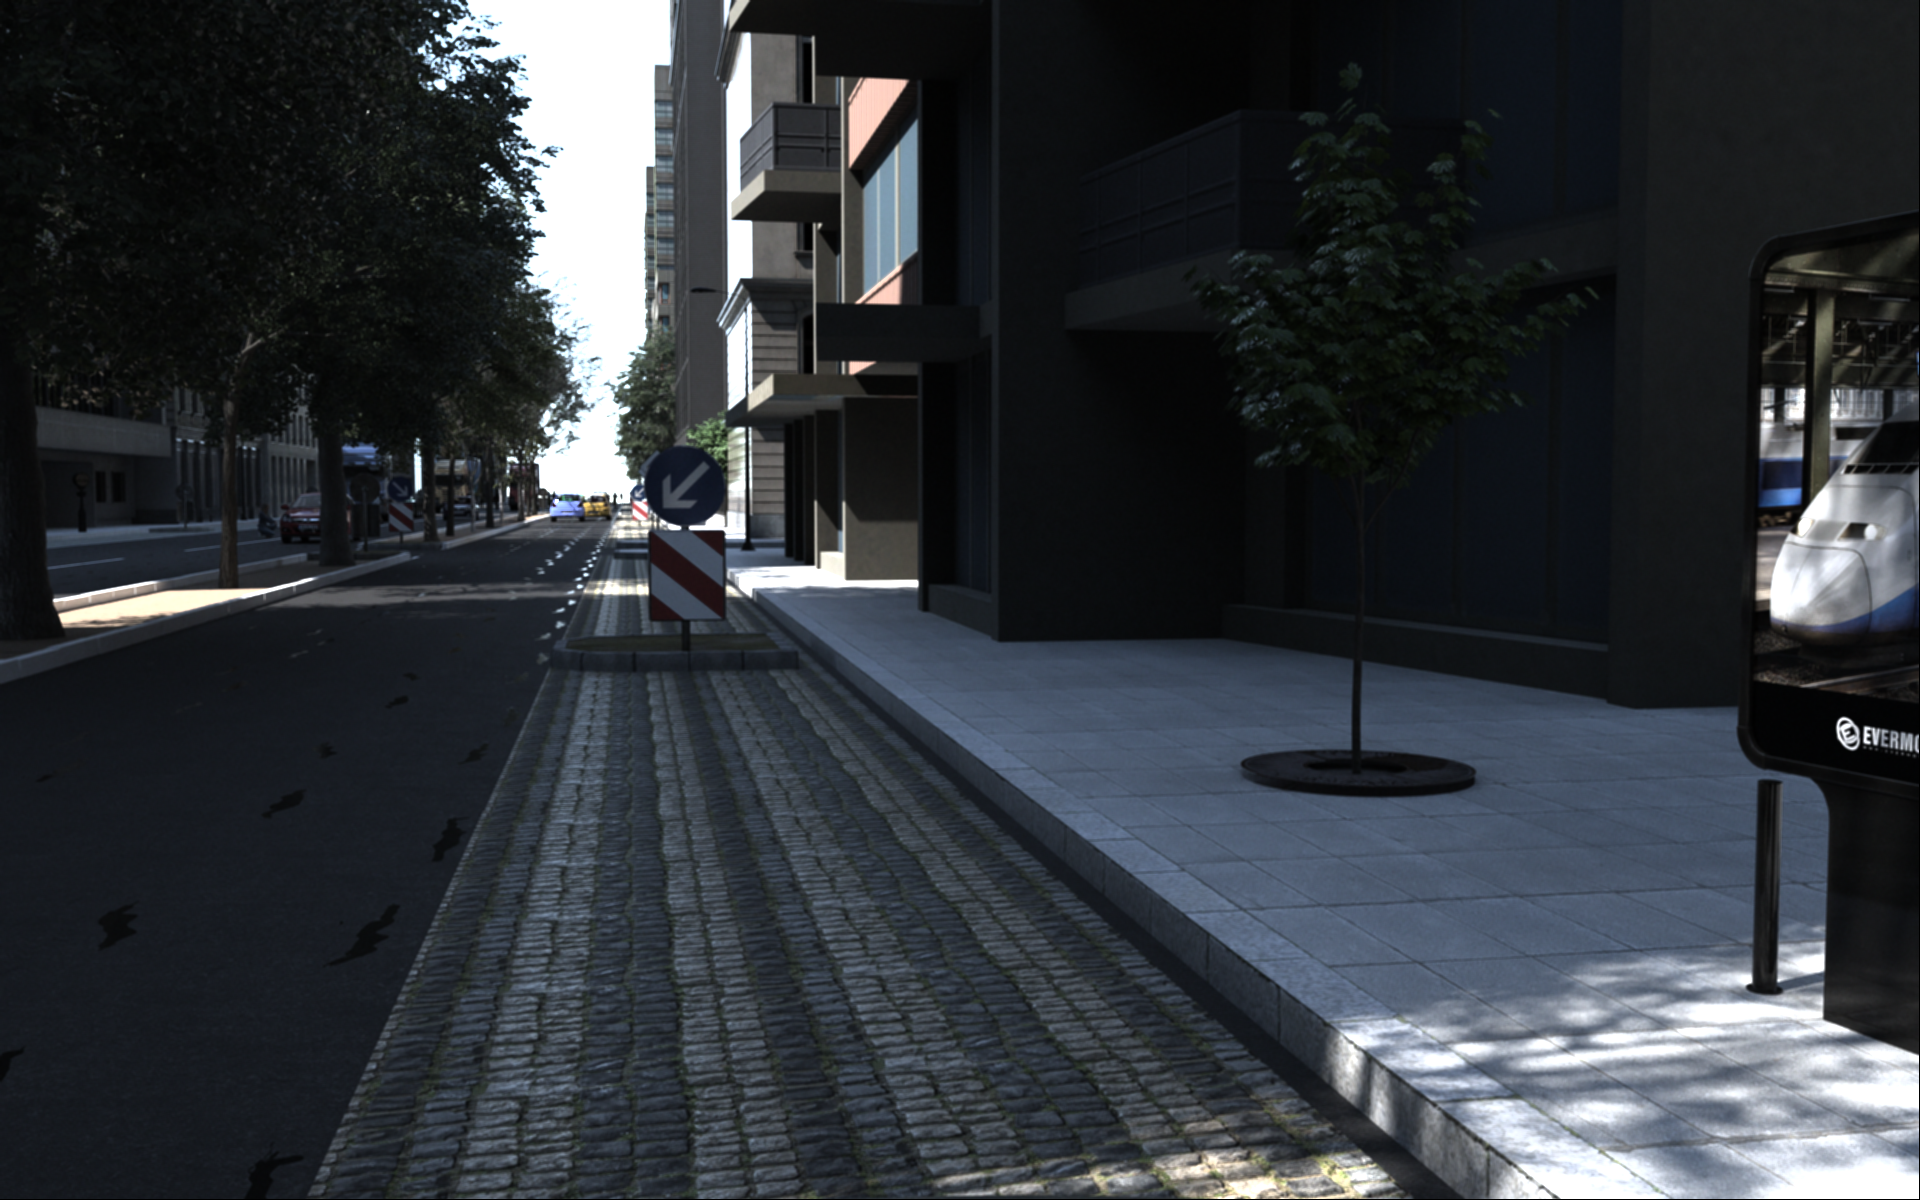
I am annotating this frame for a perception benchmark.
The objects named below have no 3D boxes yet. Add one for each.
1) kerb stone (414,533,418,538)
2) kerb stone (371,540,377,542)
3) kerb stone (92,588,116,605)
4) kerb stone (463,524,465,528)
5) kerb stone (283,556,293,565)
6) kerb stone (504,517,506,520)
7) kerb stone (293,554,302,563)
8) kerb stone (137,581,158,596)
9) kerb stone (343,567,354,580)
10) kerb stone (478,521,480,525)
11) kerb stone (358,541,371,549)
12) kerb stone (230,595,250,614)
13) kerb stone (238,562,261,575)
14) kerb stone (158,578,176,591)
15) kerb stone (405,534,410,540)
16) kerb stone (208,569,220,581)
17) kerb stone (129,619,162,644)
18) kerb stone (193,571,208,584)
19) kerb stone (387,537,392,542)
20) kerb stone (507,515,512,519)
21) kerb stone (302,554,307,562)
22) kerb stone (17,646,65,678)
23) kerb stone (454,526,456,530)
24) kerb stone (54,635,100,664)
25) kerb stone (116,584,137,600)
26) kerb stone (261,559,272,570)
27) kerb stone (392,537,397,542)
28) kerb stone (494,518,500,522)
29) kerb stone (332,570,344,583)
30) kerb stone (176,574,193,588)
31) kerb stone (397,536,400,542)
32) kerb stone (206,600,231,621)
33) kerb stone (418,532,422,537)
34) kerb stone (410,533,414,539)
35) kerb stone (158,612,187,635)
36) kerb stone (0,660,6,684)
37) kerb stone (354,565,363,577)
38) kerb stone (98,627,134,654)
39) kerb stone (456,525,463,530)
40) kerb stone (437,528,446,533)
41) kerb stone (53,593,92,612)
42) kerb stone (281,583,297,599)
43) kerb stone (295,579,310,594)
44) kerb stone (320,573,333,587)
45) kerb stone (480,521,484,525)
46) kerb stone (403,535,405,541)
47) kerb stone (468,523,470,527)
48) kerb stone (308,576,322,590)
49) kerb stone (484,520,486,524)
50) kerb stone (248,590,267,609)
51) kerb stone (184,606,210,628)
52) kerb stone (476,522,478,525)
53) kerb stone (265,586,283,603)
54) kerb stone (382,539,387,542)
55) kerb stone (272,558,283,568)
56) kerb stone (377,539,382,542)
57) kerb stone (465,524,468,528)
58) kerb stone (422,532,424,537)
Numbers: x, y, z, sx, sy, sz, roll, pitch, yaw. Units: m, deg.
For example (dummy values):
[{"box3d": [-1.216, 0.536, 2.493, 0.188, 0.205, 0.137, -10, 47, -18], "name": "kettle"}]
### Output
[{"box3d": [-17.534, -2.026, 55.367, 0.120, 0.150, 1.000, -1, 4, -11], "name": "kerb stone"}, {"box3d": [-15.801, -1.465, 46.298, 0.120, 0.150, 1.000, -1, 4, -11], "name": "kerb stone"}, {"box3d": [-11.261, -0.025, 22.606, 0.120, 0.150, 1.000, -1, 4, -11], "name": "kerb stone"}, {"box3d": [-20.630, -3.013, 71.480, 0.120, 0.150, 1.000, -1, 4, -11], "name": "kerb stone"}, {"box3d": [-13.580, -0.761, 34.694, 0.120, 0.150, 1.000, -1, 4, -11], "name": "kerb stone"}, {"box3d": [-25.065, -4.431, 94.643, 0.120, 0.150, 1.000, -1, 4, -11], "name": "kerb stone"}, {"box3d": [-13.776, -0.826, 35.702, 0.120, 0.150, 1.000, -1, 4, -11], "name": "kerb stone"}, {"box3d": [-11.643, -0.148, 24.621, 0.120, 0.150, 1.000, -1, 4, -11], "name": "kerb stone"}, {"box3d": [-10.354, -0.419, 29.054, 0.120, 0.150, 1.000, -1, 4, -11], "name": "kerb stone"}, {"box3d": [-21.984, -3.441, 78.524, 0.120, 0.150, 1.000, -1, 4, -11], "name": "kerb stone"}, {"box3d": [-15.612, -1.412, 45.290, 0.120, 0.150, 1.000, -1, 4, -11], "name": "kerb stone"}, {"box3d": [-8.808, 0.073, 21.004, 0.120, 0.150, 1.000, -1, 4, -11], "name": "kerb stone"}, {"box3d": [-12.998, -0.579, 31.663, 0.120, 0.150, 1.000, -1, 4, -11], "name": "kerb stone"}, {"box3d": [-11.838, -0.209, 25.634, 0.120, 0.150, 1.000, -1, 4, -11], "name": "kerb stone"}, {"box3d": [-17.152, -1.905, 53.353, 0.120, 0.150, 1.000, -1, 4, -11], "name": "kerb stone"}, {"box3d": [-12.411, -0.395, 28.647, 0.120, 0.150, 1.000, -1, 4, -11], "name": "kerb stone"}, {"box3d": [-8.037, 0.325, 16.965, 0.120, 0.150, 1.000, -1, 4, -11], "name": "kerb stone"}, {"box3d": [-12.223, -0.333, 27.642, 0.120, 0.150, 1.000, -1, 4, -11], "name": "kerb stone"}, {"box3d": [-16.378, -1.656, 49.320, 0.120, 0.150, 1.000, -1, 4, -11], "name": "kerb stone"}, {"box3d": [-26.033, -4.739, 99.671, 0.120, 0.150, 1.000, -1, 4, -11], "name": "kerb stone"}, {"box3d": [-13.961, -0.888, 36.711, 0.120, 0.150, 1.000, -1, 4, -11], "name": "kerb stone"}, {"box3d": [-7.460, 0.511, 13.952, 0.120, 0.150, 1.000, -1, 4, -11], "name": "kerb stone"}, {"box3d": [-19.855, -2.768, 67.459, 0.120, 0.150, 1.000, -1, 4, -11], "name": "kerb stone"}, {"box3d": [-7.662, 0.443, 14.954, 0.120, 0.150, 1.000, -1, 4, -11], "name": "kerb stone"}, {"box3d": [-11.454, -0.086, 23.610, 0.120, 0.150, 1.000, -1, 4, -11], "name": "kerb stone"}, {"box3d": [-13.189, -0.641, 32.671, 0.120, 0.150, 1.000, -1, 4, -11], "name": "kerb stone"}, {"box3d": [-16.571, -1.717, 50.324, 0.120, 0.150, 1.000, -1, 4, -11], "name": "kerb stone"}, {"box3d": [-24.684, -4.308, 92.631, 0.120, 0.150, 1.000, -1, 4, -11], "name": "kerb stone"}, {"box3d": [-10.166, -0.355, 28.049, 0.120, 0.150, 1.000, -1, 4, -11], "name": "kerb stone"}, {"box3d": [-12.024, -0.264, 26.640, 0.120, 0.150, 1.000, -1, 4, -11], "name": "kerb stone"}, {"box3d": [-16.769, -1.782, 51.332, 0.120, 0.150, 1.000, -1, 4, -11], "name": "kerb stone"}, {"box3d": [-8.624, 0.135, 19.993, 0.120, 0.150, 1.000, -1, 4, -11], "name": "kerb stone"}, {"box3d": [-17.733, -2.090, 56.375, 0.120, 0.150, 1.000, -1, 4, -11], "name": "kerb stone"}, {"box3d": [-17.346, -1.967, 54.356, 0.120, 0.150, 1.000, -1, 4, -11], "name": "kerb stone"}, {"box3d": [-8.234, 0.261, 17.968, 0.120, 0.150, 1.000, -1, 4, -11], "name": "kerb stone"}, {"box3d": [-7.276, 0.566, 12.947, 0.120, 0.150, 1.000, -1, 4, -11], "name": "kerb stone"}, {"box3d": [-10.549, -0.481, 30.057, 0.120, 0.150, 1.000, -1, 4, -11], "name": "kerb stone"}, {"box3d": [-7.845, 0.382, 15.960, 0.120, 0.150, 1.000, -1, 4, -11], "name": "kerb stone"}, {"box3d": [-20.435, -2.948, 70.472, 0.120, 0.150, 1.000, -1, 4, -11], "name": "kerb stone"}, {"box3d": [-19.283, -2.584, 64.441, 0.120, 0.150, 1.000, -1, 4, -11], "name": "kerb stone"}, {"box3d": [-11.074, 0.048, 21.601, 0.120, 0.150, 1.000, -1, 4, -11], "name": "kerb stone"}, {"box3d": [-9.392, -0.110, 24.016, 0.120, 0.150, 1.000, -1, 4, -11], "name": "kerb stone"}, {"box3d": [-9.581, -0.167, 25.020, 0.120, 0.150, 1.000, -1, 4, -11], "name": "kerb stone"}, {"box3d": [-9.978, -0.296, 27.034, 0.120, 0.150, 1.000, -1, 4, -11], "name": "kerb stone"}, {"box3d": [-22.359, -3.568, 80.534, 0.120, 0.150, 1.000, -1, 4, -11], "name": "kerb stone"}, {"box3d": [-16.961, -1.844, 52.339, 0.120, 0.150, 1.000, -1, 4, -11], "name": "kerb stone"}, {"box3d": [-21.011, -3.135, 73.492, 0.120, 0.150, 1.000, -1, 4, -11], "name": "kerb stone"}, {"box3d": [-9.776, -0.234, 26.025, 0.120, 0.150, 1.000, -1, 4, -11], "name": "kerb stone"}, {"box3d": [-22.554, -3.625, 81.537, 0.120, 0.150, 1.000, -1, 4, -11], "name": "kerb stone"}, {"box3d": [-9.007, 0.012, 22.007, 0.120, 0.150, 1.000, -1, 4, -11], "name": "kerb stone"}, {"box3d": [-8.428, 0.197, 18.976, 0.120, 0.150, 1.000, -1, 4, -11], "name": "kerb stone"}, {"box3d": [-21.782, -3.383, 77.508, 0.120, 0.150, 1.000, -1, 4, -11], "name": "kerb stone"}, {"box3d": [-9.196, -0.050, 23.012, 0.120, 0.150, 1.000, -1, 4, -11], "name": "kerb stone"}, {"box3d": [-16.184, -1.597, 48.309, 0.120, 0.150, 1.000, -1, 4, -11], "name": "kerb stone"}, {"box3d": [-13.387, -0.703, 33.690, 0.120, 0.150, 1.000, -1, 4, -11], "name": "kerb stone"}, {"box3d": [-15.996, -1.531, 47.305, 0.120, 0.150, 1.000, -1, 4, -11], "name": "kerb stone"}, {"box3d": [-20.816, -3.075, 72.488, 0.120, 0.150, 1.000, -1, 4, -11], "name": "kerb stone"}, {"box3d": [-17.926, -2.152, 57.385, 0.120, 0.150, 1.000, -1, 4, -11], "name": "kerb stone"}]
